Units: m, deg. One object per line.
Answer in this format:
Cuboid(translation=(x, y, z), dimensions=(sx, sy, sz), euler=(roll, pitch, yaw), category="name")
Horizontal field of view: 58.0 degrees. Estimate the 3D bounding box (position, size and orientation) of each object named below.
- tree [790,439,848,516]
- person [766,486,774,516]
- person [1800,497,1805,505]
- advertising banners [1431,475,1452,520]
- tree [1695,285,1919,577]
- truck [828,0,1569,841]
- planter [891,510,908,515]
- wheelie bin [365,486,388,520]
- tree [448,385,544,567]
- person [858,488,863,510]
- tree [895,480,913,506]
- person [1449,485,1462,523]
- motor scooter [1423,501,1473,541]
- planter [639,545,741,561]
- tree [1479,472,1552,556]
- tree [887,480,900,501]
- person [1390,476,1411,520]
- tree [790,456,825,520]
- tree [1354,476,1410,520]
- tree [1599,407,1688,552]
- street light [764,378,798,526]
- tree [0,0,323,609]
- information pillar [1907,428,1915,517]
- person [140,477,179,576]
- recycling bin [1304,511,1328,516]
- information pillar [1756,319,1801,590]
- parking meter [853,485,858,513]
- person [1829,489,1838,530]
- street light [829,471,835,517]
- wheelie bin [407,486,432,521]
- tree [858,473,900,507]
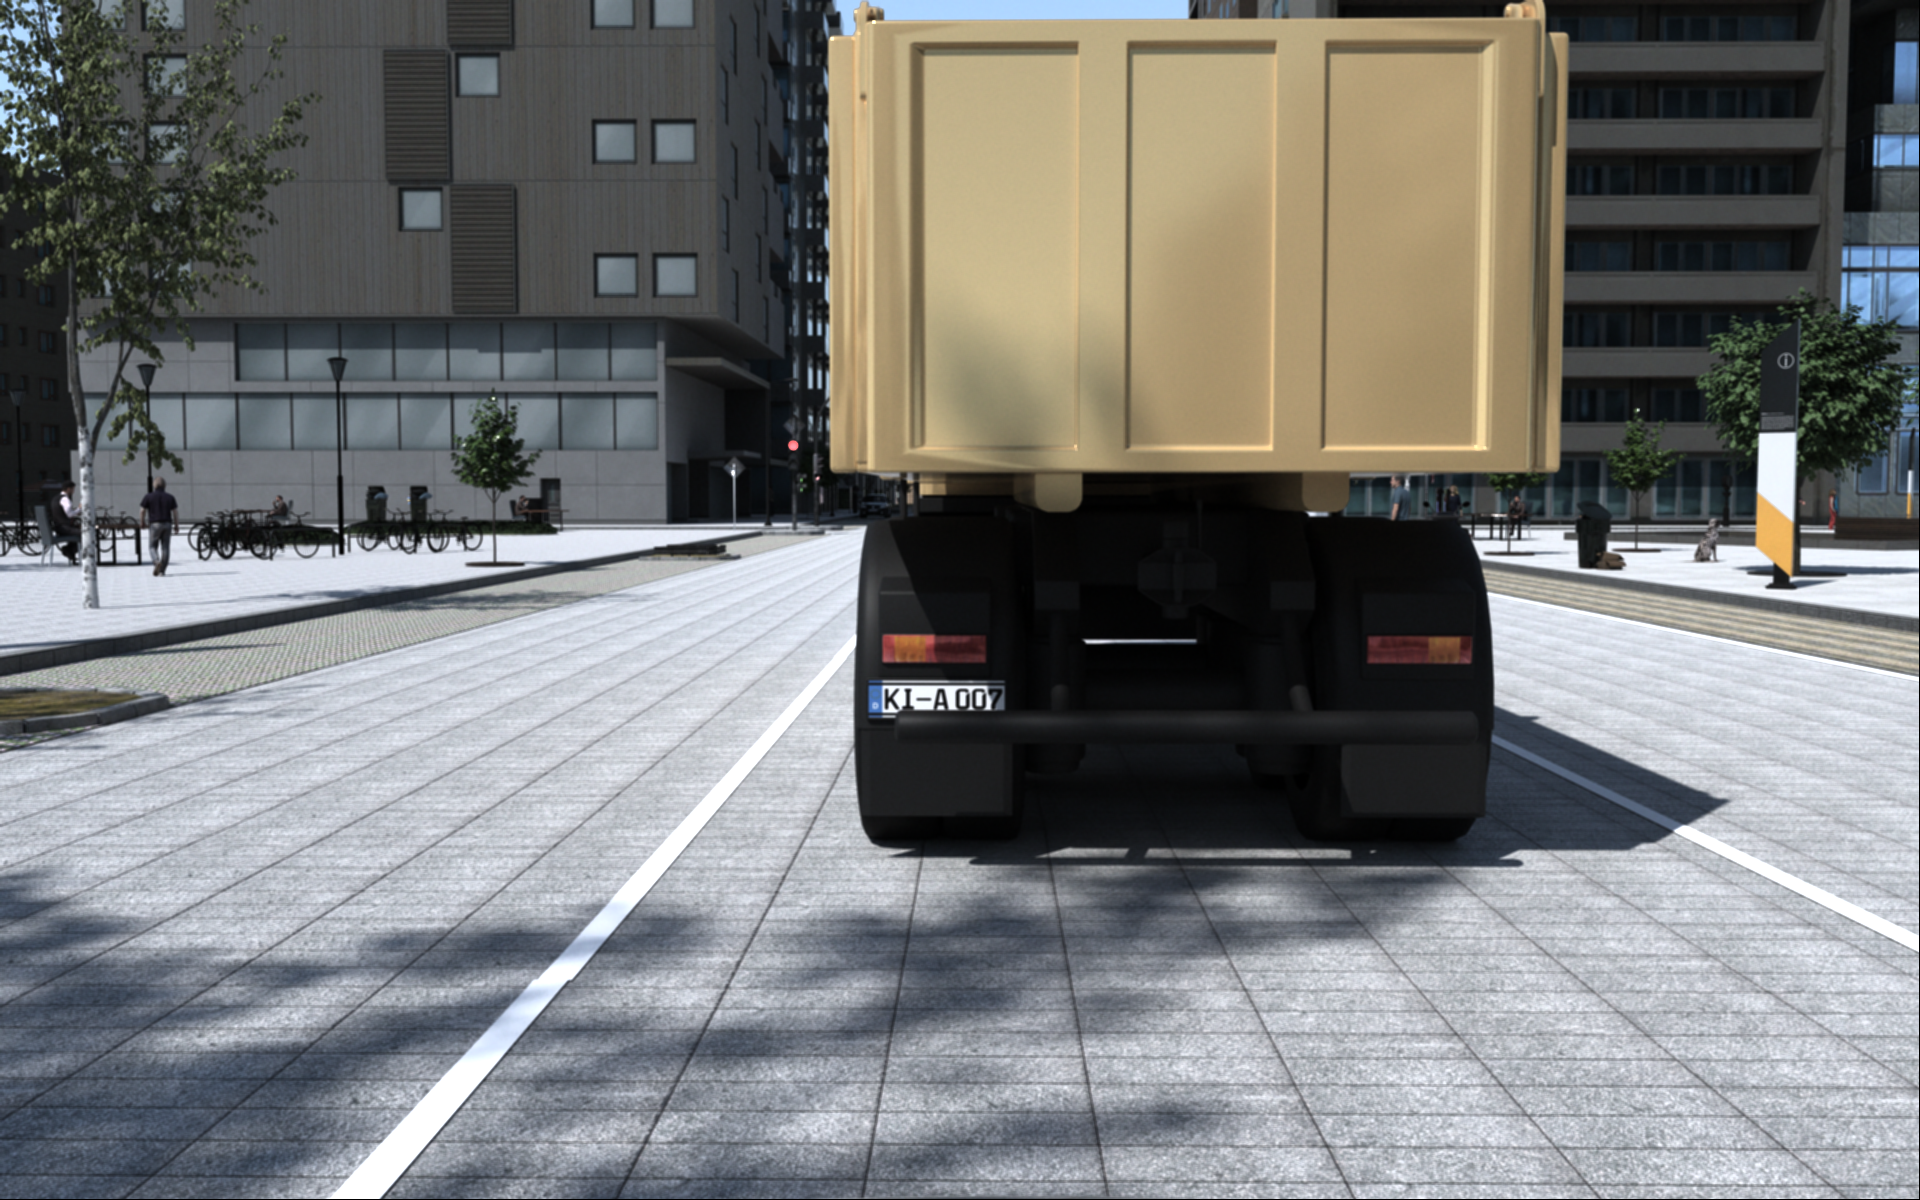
Cuboid(translation=(-8.363, -7.270, 102.572), dimensions=(4.285, 4.588, 4.351), euler=(0, 3, 0), category="tree")
Cuboid(translation=(-10.960, -5.665, 99.199), dimensions=(0.750, 1.759, 0.617), euler=(2, 4, 32), category="person")
Cuboid(translation=(31.190, -3.401, 64.555), dimensions=(0.683, 1.767, 0.568), euler=(-3, 5, -44), category="person")
Cuboid(translation=(11.580, -2.791, 41.825), dimensions=(0.090, 3.025, 2.074), euler=(0, 4, 2), category="advertising banners")
Cuboid(translation=(13.382, -2.675, 27.457), dimensions=(4.285, 4.588, 4.351), euler=(0, 3, 0), category="tree")
Cuboid(translation=(0.901, -0.909, 10.783), dimensions=(3.469, 3.379, 9.791), euler=(0, 4, 1), category="truck")
Cuboid(translation=(-4.612, -6.081, 120.561), dimensions=(1.991, 0.319, 1.994), euler=(0, 4, 1), category="planter")
Cuboid(translation=(-23.135, -3.719, 68.712), dimensions=(0.980, 1.594, 0.693), euler=(1, 4, 8), category="wheelie bin")
Cuboid(translation=(-8.228, -2.227, 31.005), dimensions=(1.663, 3.219, 1.824), euler=(0, 3, 0), category="tree")
Cuboid(translation=(-8.256, -8.138, 139.249), dimensions=(0.875, 1.805, 0.789), euler=(1, 4, 22), category="person")
Cuboid(translation=(-6.237, -12.205, 194.158), dimensions=(1.663, 3.219, 1.824), euler=(0, 3, 0), category="tree")
Cuboid(translation=(12.644, -2.195, 44.466), dimensions=(0.480, 1.512, 0.613), euler=(0, 4, 5), category="person")
Cuboid(translation=(8.304, -1.018, 29.425), dimensions=(0.815, 1.314, 1.986), euler=(0, 4, -1), category="motor scooter")
Cuboid(translation=(-5.874, -1.033, 38.025), dimensions=(1.991, 0.319, 1.994), euler=(0, 4, 1), category="planter")
Cuboid(translation=(11.532, -2.549, 36.278), dimensions=(1.663, 3.219, 1.824), euler=(0, 3, 0), category="tree")
Cuboid(translation=(-6.649, -13.017, 163.184), dimensions=(4.737, 8.622, 4.395), euler=(0, 3, 0), category="tree")
Cuboid(translation=(8.039, -1.418, 31.804), dimensions=(0.598, 1.807, 0.434), euler=(-3, 5, -42), category="person")
Cuboid(translation=(-7.572, -5.661, 87.151), dimensions=(1.663, 3.219, 1.824), euler=(0, 3, 0), category="tree")
Cuboid(translation=(11.797, -5.849, 45.990), dimensions=(4.360, 8.622, 3.978), euler=(0, 3, 0), category="tree")
Cuboid(translation=(15.049, -2.698, 38.707), dimensions=(1.663, 3.219, 1.824), euler=(0, 3, 0), category="tree")
Cuboid(translation=(-7.178, -5.931, 69.508), dimensions=(1.470, 5.913, 1.316), euler=(0, 4, 1), category="street light")
Cuboid(translation=(-9.498, -4.210, 19.188), dimensions=(4.737, 8.622, 4.395), euler=(0, 3, 0), category="tree")
Cuboid(translation=(33.422, -4.251, 60.864), dimensions=(0.183, 3.616, 0.504), euler=(3, 5, 39), category="information pillar")
Cuboid(translation=(-12.605, -1.155, 27.139), dimensions=(0.569, 1.553, 0.471), euler=(0, 4, 3), category="person")
Cuboid(translation=(12.554, -2.985, 61.366), dimensions=(0.722, 1.027, 0.722), euler=(-3, 4, -38), category="recycling bin")
Cuboid(translation=(11.043, -1.958, 23.365), dimensions=(0.504, 3.616, 0.183), euler=(3, 5, 43), category="information pillar")
Cuboid(translation=(-6.948, -6.671, 114.785), dimensions=(0.255, 1.863, 0.399), euler=(1, 4, 11), category="parking meter")
Cuboid(translation=(32.212, -3.281, 63.847), dimensions=(0.593, 1.614, 0.444), euler=(-3, 4, -37), category="person")
Cuboid(translation=(-6.771, -7.728, 98.893), dimensions=(1.470, 5.913, 1.316), euler=(0, 4, 1), category="street light")
Cuboid(translation=(-21.425, -3.717, 68.686), dimensions=(0.980, 1.594, 0.693), euler=(-1, 4, -11), category="wheelie bin")
Cuboid(translation=(-7.388, -11.701, 141.669), dimensions=(4.360, 8.622, 3.978), euler=(0, 3, 0), category="tree")
